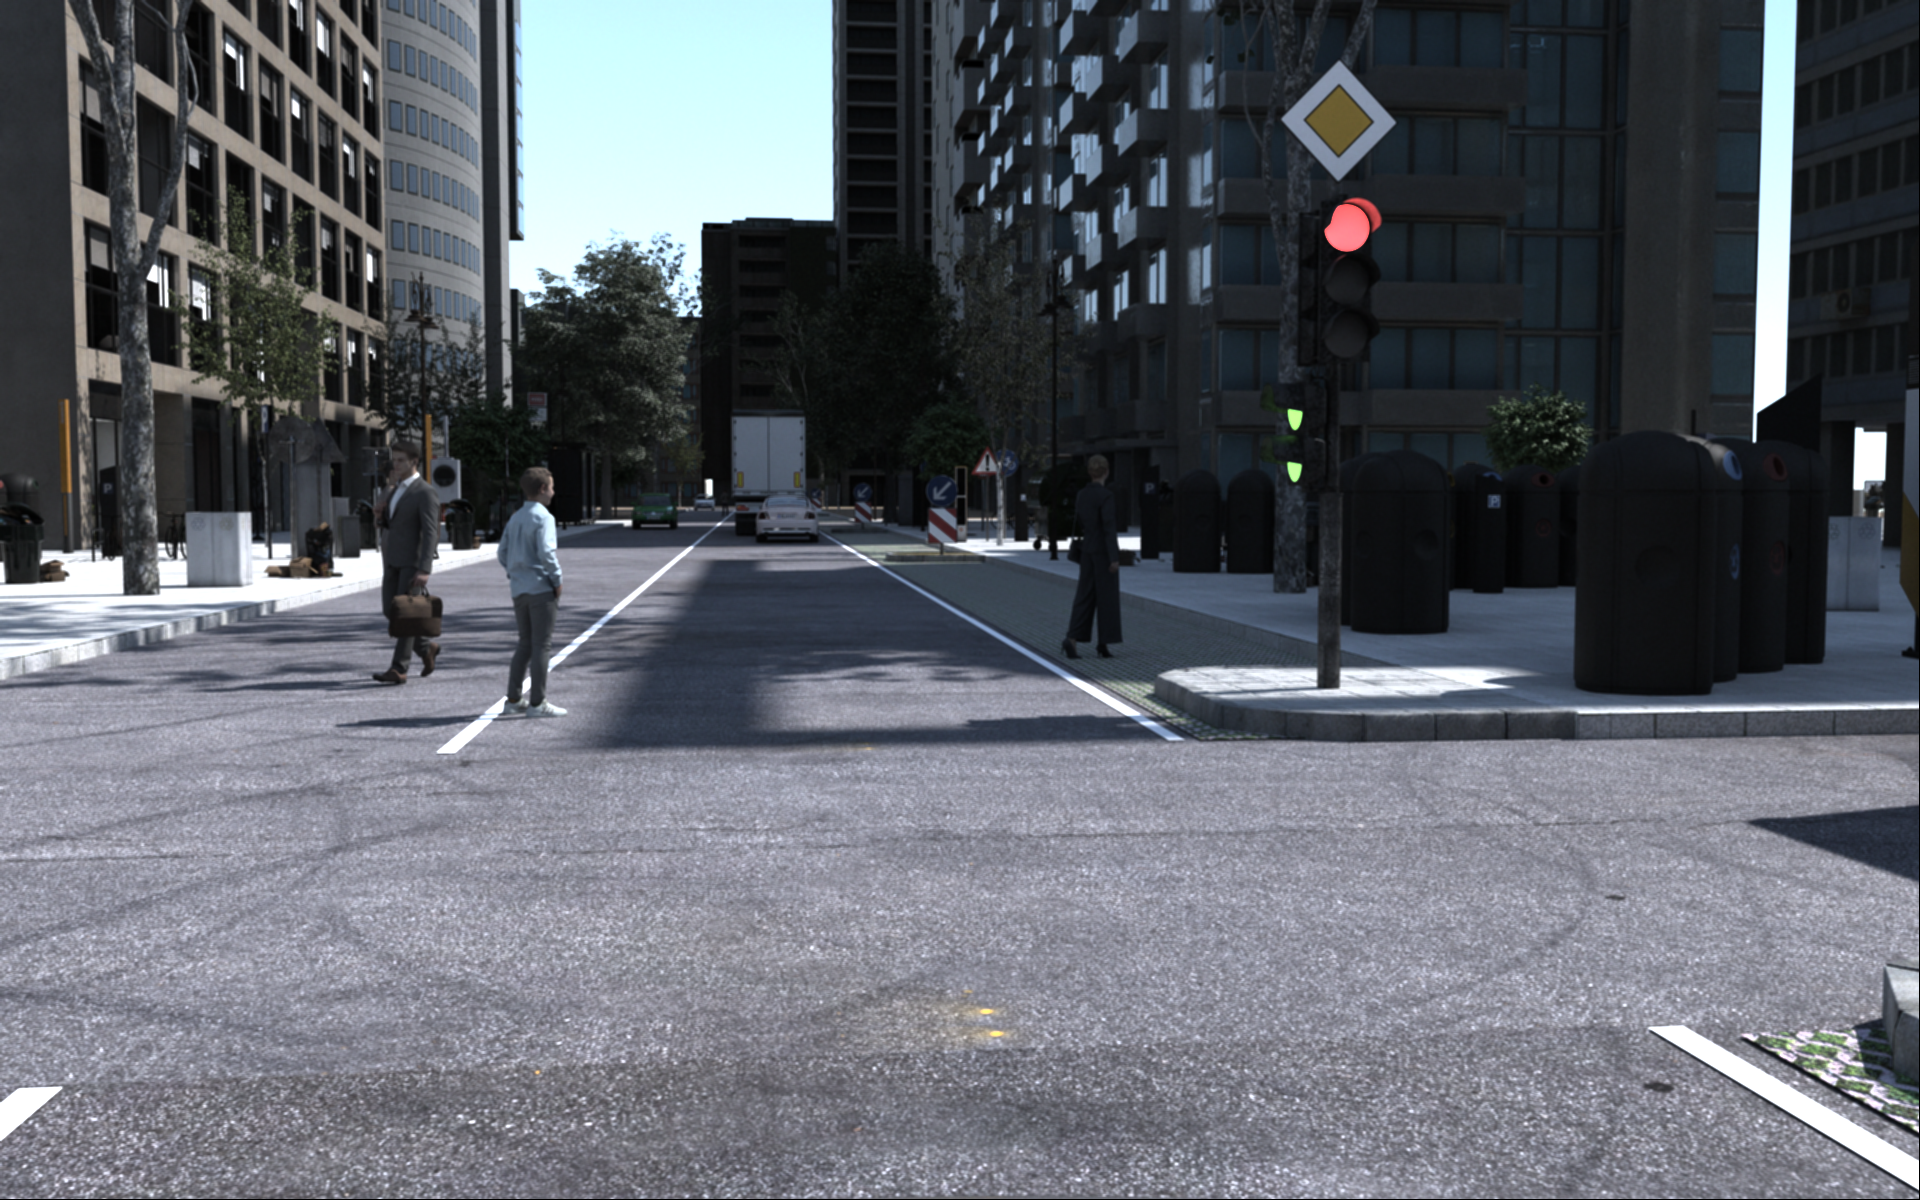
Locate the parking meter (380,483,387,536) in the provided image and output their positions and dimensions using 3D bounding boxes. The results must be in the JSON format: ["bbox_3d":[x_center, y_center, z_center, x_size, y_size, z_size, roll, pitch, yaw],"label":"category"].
[{"bbox_3d":[-12.817,-1.866,38.923,0.372,1.533,0.369,0,3,0],"label":"parking meter"}]

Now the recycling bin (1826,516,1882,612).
[{"bbox_3d":[9.737,-0.411,19.272,0.722,1.027,0.722,0,4,6],"label":"recycling bin"}]

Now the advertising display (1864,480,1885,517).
[{"bbox_3d":[42.600,-4.619,80.736,0.123,1.923,0.974,-2,4,-27],"label":"advertising display"}]

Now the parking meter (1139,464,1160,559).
[{"bbox_3d":[3.734,-1.742,34.190,0.399,1.863,0.255,1,4,9],"label":"parking meter"}]

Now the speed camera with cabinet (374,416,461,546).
[{"bbox_3d":[-13.600,-3.001,43.404,2.038,3.252,0.660,-1,4,-10],"label":"speed camera with cabinet"}]

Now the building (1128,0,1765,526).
[{"bbox_3d":[16.440,-27.609,71.014,23.786,49.044,30.456,0,4,-7],"label":"building"}]

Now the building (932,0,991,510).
[{"bbox_3d":[12.330,-33.823,142.241,28.713,52.752,27.495,0,4,-7],"label":"building"}]

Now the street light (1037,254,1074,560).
[{"bbox_3d":[1.835,-3.718,33.581,0.468,5.910,1.993,0,4,-7],"label":"street light"}]

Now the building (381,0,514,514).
[{"bbox_3d":[-37.736,-33.854,95.517,21.231,58.520,28.212,0,4,-7],"label":"building"}]

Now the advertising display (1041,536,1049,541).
[{"bbox_3d":[2.358,-2.582,47.429,0.123,1.923,0.974,-1,4,-12],"label":"advertising display"}]

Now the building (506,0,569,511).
[{"bbox_3d":[-47.465,-50.422,137.067,31.000,86.520,22.319,0,4,-7],"label":"building"}]

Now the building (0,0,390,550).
[{"bbox_3d":[-31.623,-15.293,54.559,19.350,26.468,34.151,0,4,-7],"label":"building"}]

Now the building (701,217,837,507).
[{"bbox_3d":[-20.301,-25.204,183.786,14.107,30.474,14.160,0,4,-7],"label":"building"}]

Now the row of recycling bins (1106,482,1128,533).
[{"bbox_3d":[4.288,-3.164,58.838,1.069,1.692,3.534,-3,5,-42],"label":"row of recycling bins"}]

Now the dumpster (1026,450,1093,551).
[{"bbox_3d":[2.369,-2.235,39.036,1.502,2.255,1.985,0,4,-7],"label":"dumpster"}]

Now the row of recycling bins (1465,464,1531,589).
[{"bbox_3d":[7.412,-1.018,23.752,3.534,1.692,1.069,-1,4,-22],"label":"row of recycling bins"}]

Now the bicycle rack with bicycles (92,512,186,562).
[{"bbox_3d":[-15.788,-1.262,34.020,2.852,0.926,2.925,-1,4,-20],"label":"bicycle rack with bicycles"}]

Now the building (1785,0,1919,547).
[{"bbox_3d":[32.596,-20.821,32.304,23.993,40.220,32.217,0,4,-7],"label":"building"}]

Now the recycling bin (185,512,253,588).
[{"bbox_3d":[-10.317,-0.708,24.135,0.722,1.027,0.722,-1,4,-10],"label":"recycling bin"}]

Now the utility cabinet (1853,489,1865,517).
[{"bbox_3d":[39.108,-4.126,76.136,0.318,1.500,1.173,-2,4,-25],"label":"utility cabinet"}]

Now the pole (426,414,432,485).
[{"bbox_3d":[-13.637,-3.093,44.411,0.158,3.312,0.155,0,3,0],"label":"pole"}]

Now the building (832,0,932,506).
[{"bbox_3d":[-3.189,-45.869,188.205,20.611,71.187,20.563,0,4,-7],"label":"building"}]

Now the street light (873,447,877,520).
[{"bbox_3d":[-4.192,-6.883,85.323,0.468,5.910,1.993,0,4,-7],"label":"street light"}]

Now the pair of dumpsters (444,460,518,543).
[{"bbox_3d":[-13.152,-2.745,47.380,1.574,2.255,4.437,0,4,-7],"label":"pair of dumpsters"}]

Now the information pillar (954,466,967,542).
[{"bbox_3d":[0.017,-2.553,46.234,0.304,2.012,0.304,0,4,-6],"label":"information pillar"}]

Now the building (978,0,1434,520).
[{"bbox_3d":[13.202,-30.144,112.459,23.786,49.044,30.456,0,4,-7],"label":"building"}]

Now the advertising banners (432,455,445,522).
[{"bbox_3d":[-23.407,-5.042,78.617,0.090,3.025,2.074,1,4,21],"label":"advertising banners"}]

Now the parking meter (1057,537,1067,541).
[{"bbox_3d":[2.770,-2.397,47.595,0.372,1.533,0.369,0,3,0],"label":"parking meter"}]

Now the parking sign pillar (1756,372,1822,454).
[{"bbox_3d":[18.490,-3.073,38.720,1.447,3.967,1.447,2,4,25],"label":"parking sign pillar"}]

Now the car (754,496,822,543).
[{"bbox_3d":[-5.221,-2.454,52.491,2.083,1.381,4.827,0,4,-5],"label":"car"}]

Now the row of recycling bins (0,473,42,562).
[{"bbox_3d":[-18.479,-1.531,32.141,1.069,1.692,3.534,0,4,7],"label":"row of recycling bins"}]

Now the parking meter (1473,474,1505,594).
[{"bbox_3d":[6.862,-0.859,22.462,0.372,1.533,0.369,0,3,0],"label":"parking meter"}]

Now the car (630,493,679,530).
[{"bbox_3d":[-12.589,-3.835,71.498,1.959,1.807,4.718,-1,4,-8],"label":"car"}]

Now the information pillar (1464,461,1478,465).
[{"bbox_3d":[11.501,-2.114,39.057,0.304,2.012,0.304,1,4,15],"label":"information pillar"}]

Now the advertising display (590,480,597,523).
[{"bbox_3d":[-16.785,-4.460,78.129,0.974,1.923,0.123,2,4,34],"label":"advertising display"}]

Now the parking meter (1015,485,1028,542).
[{"bbox_3d":[1.664,-2.352,46.862,0.372,1.533,0.369,0,3,0],"label":"parking meter"}]

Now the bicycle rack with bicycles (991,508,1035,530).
[{"bbox_3d":[2.570,-3.039,63.077,2.925,0.926,2.852,0,4,7],"label":"bicycle rack with bicycles"}]

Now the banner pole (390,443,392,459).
[{"bbox_3d":[-27.015,-5.637,82.188,0.401,3.779,0.863,-1,4,-23],"label":"banner pole"}]

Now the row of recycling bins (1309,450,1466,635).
[{"bbox_3d":[4.225,-0.633,17.468,1.069,1.692,3.534,0,4,7],"label":"row of recycling bins"}]

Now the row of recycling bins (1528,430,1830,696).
[{"bbox_3d":[5.317,-0.322,12.376,1.069,1.692,3.534,3,5,41],"label":"row of recycling bins"}]

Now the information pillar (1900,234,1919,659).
[{"bbox_3d":[7.548,-1.355,13.517,0.183,3.616,0.504,0,4,1],"label":"information pillar"}]

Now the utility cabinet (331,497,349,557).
[{"bbox_3d":[-12.854,-1.515,35.938,0.306,1.237,1.020,-2,4,-23],"label":"utility cabinet"}]

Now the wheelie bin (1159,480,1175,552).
[{"bbox_3d":[4.537,-1.859,38.300,0.693,1.594,0.980,1,4,16],"label":"wheelie bin"}]

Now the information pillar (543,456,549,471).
[{"bbox_3d":[-18.717,-5.345,78.745,0.504,3.616,0.183,1,4,18],"label":"information pillar"}]

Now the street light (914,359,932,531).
[{"bbox_3d":[-1.275,-5.295,59.355,0.468,5.910,1.993,0,4,-7],"label":"street light"}]

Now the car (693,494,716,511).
[{"bbox_3d":[-22.254,-8.491,150.827,2.014,1.417,4.499,0,4,-8],"label":"car"}]

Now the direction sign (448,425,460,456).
[{"bbox_3d":[-16.600,-3.974,56.966,0.379,3.537,0.876,0,4,7],"label":"direction sign"}]

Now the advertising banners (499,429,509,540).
[{"bbox_3d":[-12.056,-3.038,45.861,0.090,3.025,2.074,-1,4,-9],"label":"advertising banners"}]

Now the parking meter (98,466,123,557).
[{"bbox_3d":[-17.413,-1.824,35.531,0.399,1.863,0.255,0,4,3],"label":"parking meter"}]

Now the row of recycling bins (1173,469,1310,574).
[{"bbox_3d":[5.205,-1.282,28.072,3.534,1.692,1.069,1,4,16],"label":"row of recycling bins"}]

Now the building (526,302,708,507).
[{"bbox_3d":[-42.429,-20.982,188.091,28.899,21.520,27.650,0,4,-7],"label":"building"}]

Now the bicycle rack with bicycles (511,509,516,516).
[{"bbox_3d":[-20.693,-3.805,75.600,2.852,0.926,2.925,-3,5,-44],"label":"bicycle rack with bicycles"}]

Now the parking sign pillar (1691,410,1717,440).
[{"bbox_3d":[23.967,-4.115,55.744,1.447,3.967,1.447,-3,5,-44],"label":"parking sign pillar"}]

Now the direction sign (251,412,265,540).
[{"bbox_3d":[-19.492,-3.424,47.975,0.379,3.537,0.876,-1,4,-11],"label":"direction sign"}]

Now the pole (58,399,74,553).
[{"bbox_3d":[-19.282,-2.661,37.350,0.158,3.312,0.155,0,3,0],"label":"pole"}]
